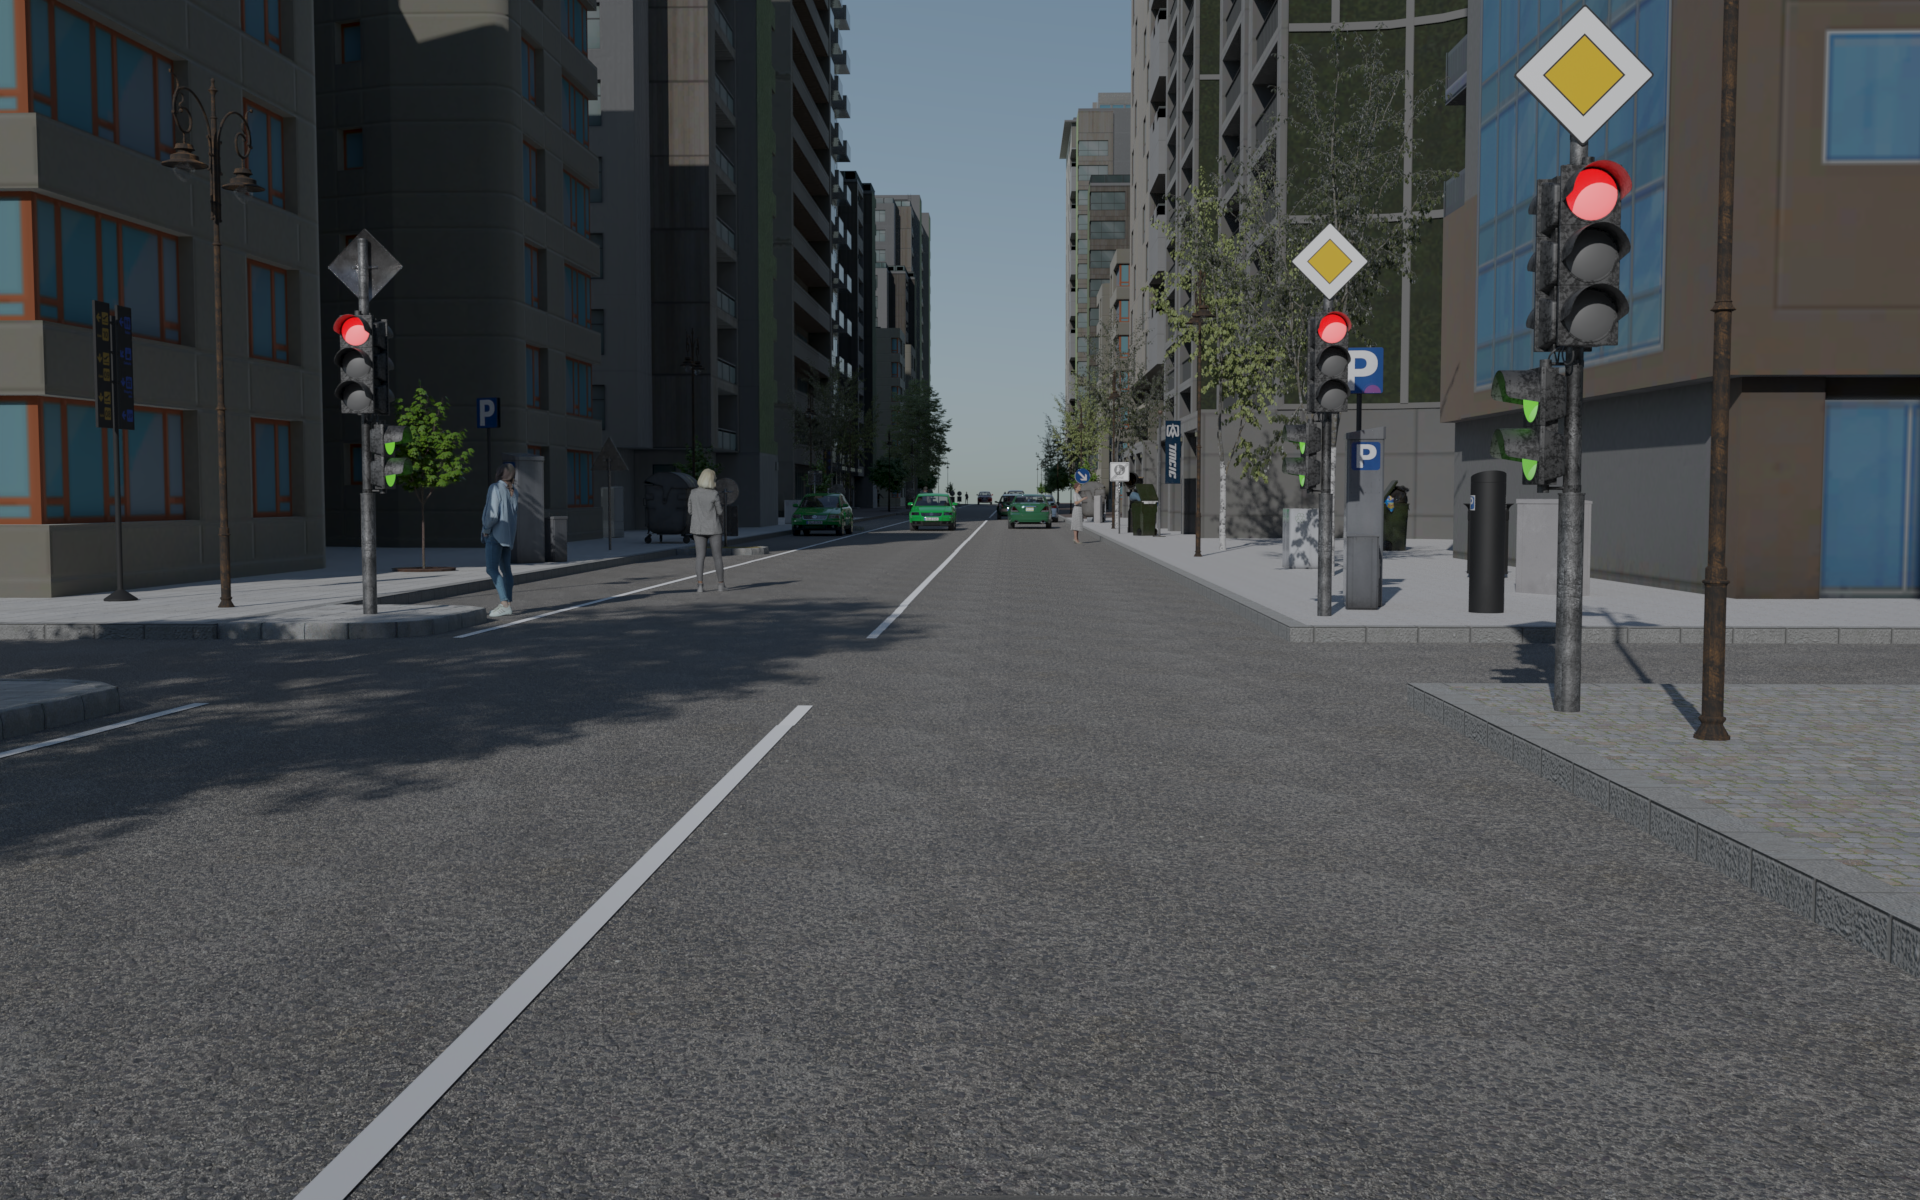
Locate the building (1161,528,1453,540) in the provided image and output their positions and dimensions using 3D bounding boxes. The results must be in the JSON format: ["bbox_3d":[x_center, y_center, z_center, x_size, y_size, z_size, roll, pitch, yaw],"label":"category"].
[{"bbox_3d":[17.268,-37.558,52.323,20.563,71.187,20.611,0,4,2],"label":"building"}]

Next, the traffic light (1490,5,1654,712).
[{"bbox_3d":[3.574,-1.297,10.135,0.839,4.253,0.868,0,4,2],"label":"traffic light"}]

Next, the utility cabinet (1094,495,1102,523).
[{"bbox_3d":[6.116,-4.014,76.792,0.306,1.237,1.020,1,4,10],"label":"utility cabinet"}]

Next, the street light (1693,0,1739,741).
[{"bbox_3d":[3.944,-2.209,8.906,0.468,5.910,1.993,0,4,2],"label":"street light"}]

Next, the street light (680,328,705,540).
[{"bbox_3d":[-7.440,-4.621,48.336,0.468,5.910,1.993,0,4,2],"label":"street light"}]

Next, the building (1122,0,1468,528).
[{"bbox_3d":[18.683,-39.325,81.209,20.563,71.187,20.611,0,4,2],"label":"building"}]

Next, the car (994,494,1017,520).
[{"bbox_3d":[2.947,-5.391,97.931,2.009,1.686,4.222,0,4,2],"label":"car"}]

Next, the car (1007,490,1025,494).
[{"bbox_3d":[5.208,-9.381,162.047,2.281,1.827,5.304,0,4,1],"label":"car"}]

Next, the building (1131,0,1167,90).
[{"bbox_3d":[24.869,-31.682,107.241,28.713,52.752,27.495,0,4,2],"label":"building"}]

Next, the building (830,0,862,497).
[{"bbox_3d":[-20.127,-31.323,131.747,23.786,49.044,30.456,0,4,2],"label":"building"}]

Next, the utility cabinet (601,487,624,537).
[{"bbox_3d":[-10.243,-2.587,50.972,0.318,1.500,1.173,-2,4,-30],"label":"utility cabinet"}]

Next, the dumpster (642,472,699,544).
[{"bbox_3d":[-7.560,-2.427,45.442,1.264,1.857,1.865,0,4,2],"label":"dumpster"}]

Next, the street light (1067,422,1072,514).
[{"bbox_3d":[7.166,-8.496,111.692,0.468,5.910,1.993,0,4,2],"label":"street light"}]

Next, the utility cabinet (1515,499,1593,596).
[{"bbox_3d":[7.598,-0.674,22.182,0.306,1.237,1.020,-2,4,-26],"label":"utility cabinet"}]

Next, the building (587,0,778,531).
[{"bbox_3d":[-14.777,-23.273,64.109,14.154,41.232,14.086,0,4,2],"label":"building"}]

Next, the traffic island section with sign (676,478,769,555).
[{"bbox_3d":[-5.630,-2.007,41.436,1.989,1.847,2.006,0,4,2],"label":"traffic island section with sign"}]

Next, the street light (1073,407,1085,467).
[{"bbox_3d":[6.465,-7.319,92.452,0.468,5.910,1.993,0,4,2],"label":"street light"}]

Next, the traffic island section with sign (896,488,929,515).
[{"bbox_3d":[-3.321,-6.696,118.108,1.989,1.847,2.006,0,4,2],"label":"traffic island section with sign"}]

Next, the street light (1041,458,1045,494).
[{"bbox_3d":[9.652,-13.622,195.508,0.468,5.910,1.993,0,4,2],"label":"street light"}]

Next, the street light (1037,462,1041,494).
[{"bbox_3d":[10.521,-15.349,223.739,0.468,5.910,1.993,0,4,2],"label":"street light"}]

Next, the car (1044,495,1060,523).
[{"bbox_3d":[4.115,-4.673,88.405,2.014,1.417,4.499,0,4,1],"label":"car"}]

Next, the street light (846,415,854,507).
[{"bbox_3d":[-6.040,-7.489,95.235,0.468,5.910,1.993,0,4,2],"label":"street light"}]

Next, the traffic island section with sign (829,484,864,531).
[{"bbox_3d":[-4.825,-3.655,68.380,1.989,1.847,2.006,0,4,2],"label":"traffic island section with sign"}]

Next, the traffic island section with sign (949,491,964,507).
[{"bbox_3d":[-0.816,-11.739,200.562,1.989,1.847,2.006,0,4,2],"label":"traffic island section with sign"}]

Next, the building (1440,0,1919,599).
[{"bbox_3d":[16.374,-22.996,26.103,14.200,45.320,14.600,0,4,2],"label":"building"}]

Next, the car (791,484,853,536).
[{"bbox_3d":[-4.807,-3.178,60.748,1.959,1.807,4.718,0,4,3],"label":"car"}]

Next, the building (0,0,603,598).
[{"bbox_3d":[-24.597,-11.652,35.557,27.650,21.520,28.899,0,4,2],"label":"building"}]

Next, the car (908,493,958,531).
[{"bbox_3d":[-1.064,-3.675,68.882,1.959,1.807,4.718,0,4,1],"label":"car"}]

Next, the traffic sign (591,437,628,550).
[{"bbox_3d":[-7.998,-2.416,39.512,0.884,2.594,0.081,0,4,6],"label":"traffic sign"}]

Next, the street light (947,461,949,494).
[{"bbox_3d":[-1.660,-16.065,235.442,0.468,5.910,1.993,0,4,2],"label":"street light"}]

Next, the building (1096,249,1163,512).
[{"bbox_3d":[25.287,-17.817,136.339,27.650,21.520,28.899,0,4,2],"label":"building"}]

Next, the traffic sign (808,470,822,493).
[{"bbox_3d":[-6.287,-4.462,75.088,0.606,2.300,0.079,0,4,4],"label":"traffic sign"}]

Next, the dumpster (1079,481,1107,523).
[{"bbox_3d":[6.026,-4.465,78.766,1.264,1.857,1.865,0,4,2],"label":"dumpster"}]

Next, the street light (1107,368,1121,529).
[{"bbox_3d":[5.664,-5.568,63.818,0.468,5.910,1.993,0,4,2],"label":"street light"}]

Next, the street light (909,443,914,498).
[{"bbox_3d":[-4.216,-10.996,152.567,0.468,5.910,1.993,0,4,2],"label":"street light"}]

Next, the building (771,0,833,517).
[{"bbox_3d":[-19.535,-29.434,104.948,21.300,48.544,21.600,0,4,2],"label":"building"}]

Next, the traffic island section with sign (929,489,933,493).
[{"bbox_3d":[-2.492,-8.344,145.050,1.989,1.847,2.006,0,4,2],"label":"traffic island section with sign"}]

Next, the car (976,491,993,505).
[{"bbox_3d":[3.362,-13.835,234.879,2.281,1.827,5.304,0,4,1],"label":"car"}]

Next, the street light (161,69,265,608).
[{"bbox_3d":[-8.308,-2.853,19.435,0.468,5.910,1.993,0,4,2],"label":"street light"}]

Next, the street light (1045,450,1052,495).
[{"bbox_3d":[8.868,-12.021,169.331,0.468,5.910,1.993,0,4,2],"label":"street light"}]

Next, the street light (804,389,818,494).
[{"bbox_3d":[-6.588,-6.344,76.509,0.468,5.910,1.993,0,4,2],"label":"street light"}]

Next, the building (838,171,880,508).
[{"bbox_3d":[-14.973,-23.407,154.408,14.160,30.474,14.107,0,4,2],"label":"building"}]

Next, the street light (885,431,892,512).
[{"bbox_3d":[-5.073,-9.273,124.395,0.468,5.910,1.993,0,4,2],"label":"street light"}]

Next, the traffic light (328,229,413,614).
[{"bbox_3d":[-6.291,-1.803,18.406,0.839,4.253,0.868,0,4,2],"label":"traffic light"}]

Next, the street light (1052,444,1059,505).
[{"bbox_3d":[7.921,-10.249,140.365,0.468,5.910,1.993,0,4,2],"label":"street light"}]

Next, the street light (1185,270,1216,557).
[{"bbox_3d":[4.874,-3.823,35.293,0.468,5.910,1.993,0,4,2],"label":"street light"}]

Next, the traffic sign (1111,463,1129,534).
[{"bbox_3d":[5.141,-3.284,55.827,0.606,2.300,0.079,0,4,8],"label":"traffic sign"}]

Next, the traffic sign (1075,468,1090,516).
[{"bbox_3d":[6.082,-5.256,86.041,0.768,2.556,0.104,0,4,3],"label":"traffic sign"}]

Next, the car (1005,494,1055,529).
[{"bbox_3d":[2.944,-3.726,72.713,2.131,1.459,4.920,0,4,3],"label":"car"}]

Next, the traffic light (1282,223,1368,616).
[{"bbox_3d":[3.816,-1.786,18.116,0.839,4.253,0.868,0,4,2],"label":"traffic light"}]
